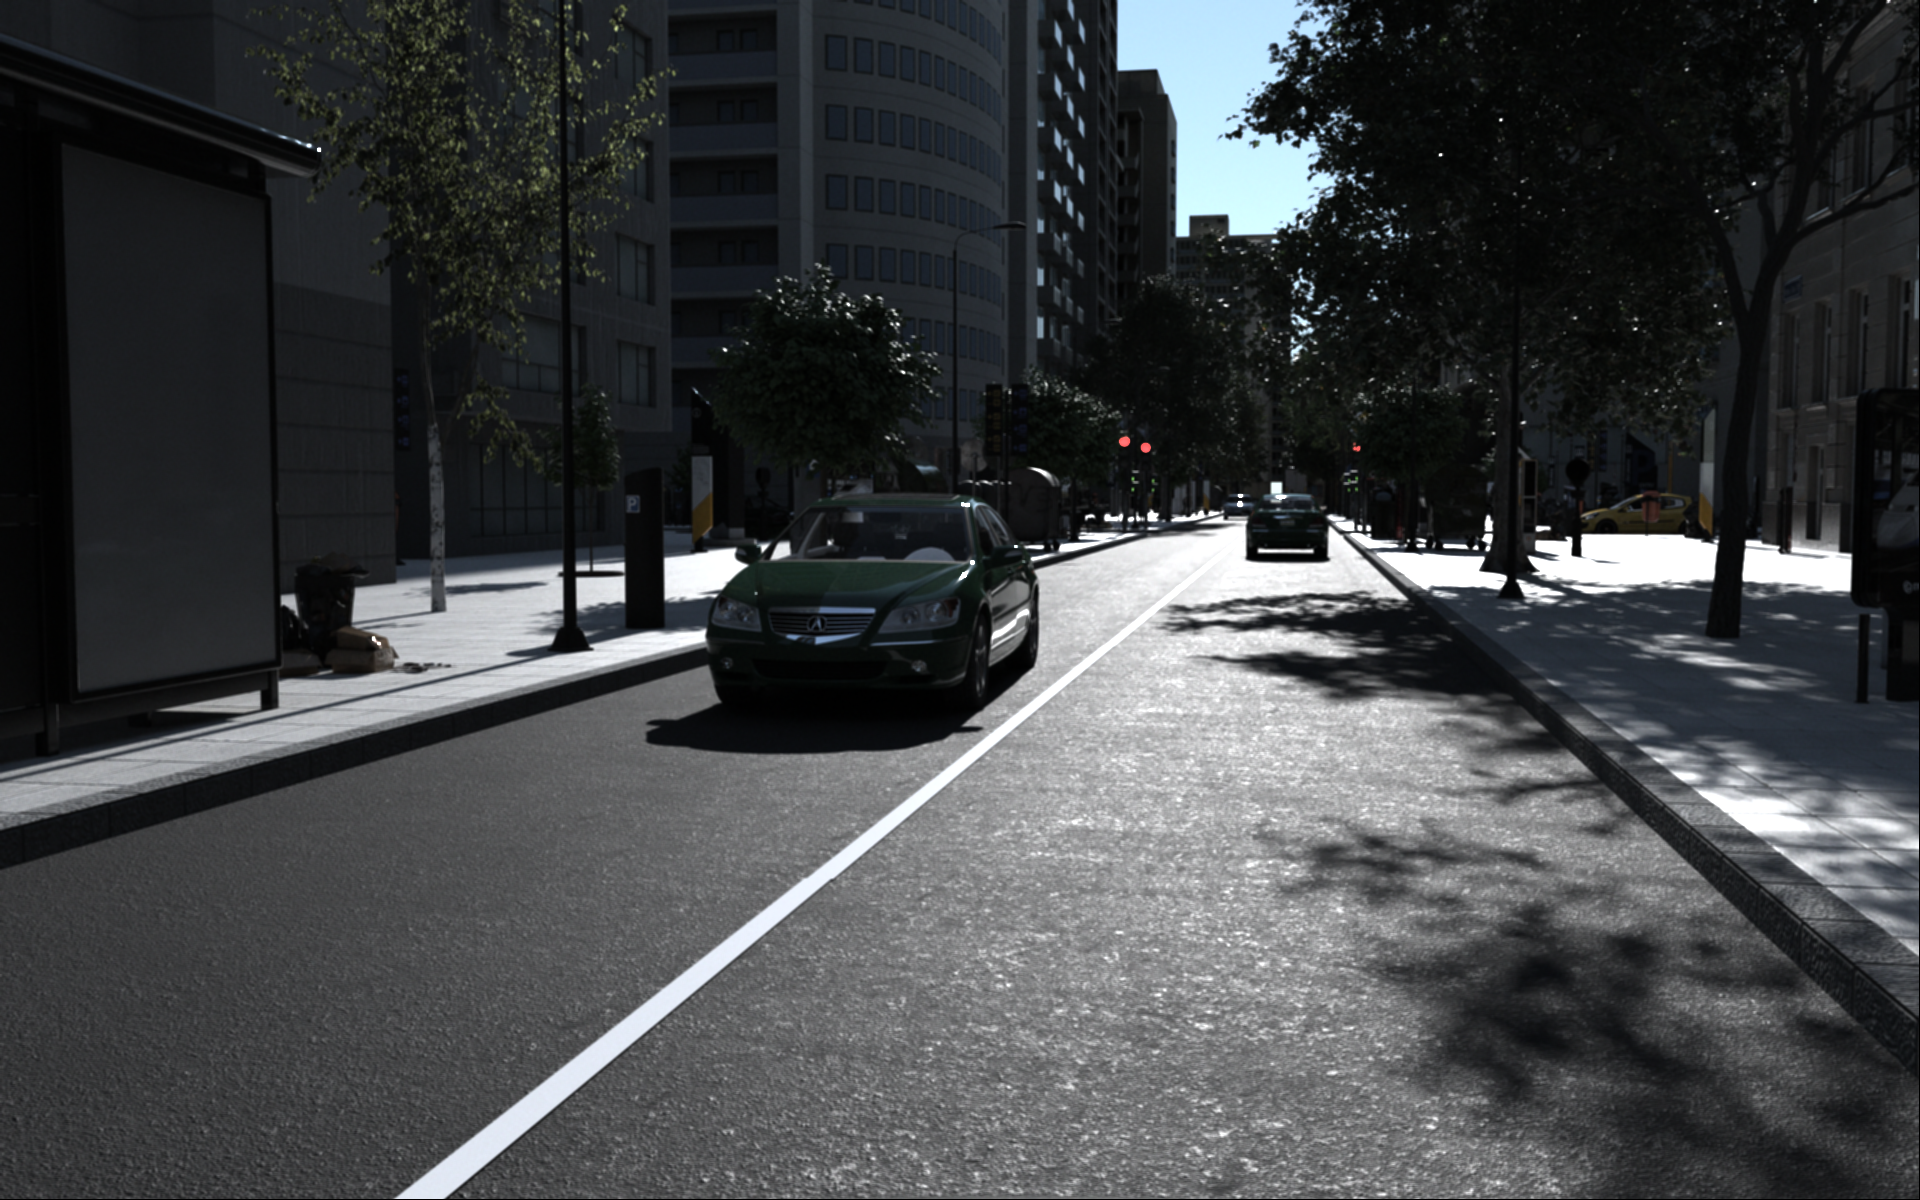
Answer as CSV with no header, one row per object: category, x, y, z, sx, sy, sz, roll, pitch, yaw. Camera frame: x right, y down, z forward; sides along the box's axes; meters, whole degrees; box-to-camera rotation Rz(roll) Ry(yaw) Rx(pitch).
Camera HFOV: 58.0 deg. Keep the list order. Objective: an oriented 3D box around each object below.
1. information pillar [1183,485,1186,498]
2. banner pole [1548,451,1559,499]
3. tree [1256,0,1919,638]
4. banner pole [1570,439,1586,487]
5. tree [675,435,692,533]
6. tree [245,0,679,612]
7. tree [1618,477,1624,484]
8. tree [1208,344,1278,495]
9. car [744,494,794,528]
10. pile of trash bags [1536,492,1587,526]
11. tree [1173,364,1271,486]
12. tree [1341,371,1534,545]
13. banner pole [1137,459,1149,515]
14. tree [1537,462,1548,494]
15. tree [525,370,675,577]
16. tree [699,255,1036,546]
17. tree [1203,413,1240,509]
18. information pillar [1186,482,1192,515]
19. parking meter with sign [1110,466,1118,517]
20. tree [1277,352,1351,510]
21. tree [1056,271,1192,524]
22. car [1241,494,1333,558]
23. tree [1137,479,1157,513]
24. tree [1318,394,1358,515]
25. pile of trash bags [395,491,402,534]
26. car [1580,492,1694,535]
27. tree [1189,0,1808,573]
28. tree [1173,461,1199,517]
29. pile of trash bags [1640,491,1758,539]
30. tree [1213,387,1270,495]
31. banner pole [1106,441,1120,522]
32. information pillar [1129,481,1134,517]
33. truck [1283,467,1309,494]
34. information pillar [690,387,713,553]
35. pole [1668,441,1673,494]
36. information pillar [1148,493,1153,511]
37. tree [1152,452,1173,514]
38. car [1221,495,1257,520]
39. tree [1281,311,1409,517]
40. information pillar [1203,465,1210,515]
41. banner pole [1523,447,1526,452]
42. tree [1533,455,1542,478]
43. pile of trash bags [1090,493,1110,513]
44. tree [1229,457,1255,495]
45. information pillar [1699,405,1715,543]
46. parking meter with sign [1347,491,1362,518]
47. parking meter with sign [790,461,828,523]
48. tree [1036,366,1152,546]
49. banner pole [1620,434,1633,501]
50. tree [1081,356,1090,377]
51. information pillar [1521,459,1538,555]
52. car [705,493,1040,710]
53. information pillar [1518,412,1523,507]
information pillar,14.183,-7.170,108.580,0.504,3.616,0.183,3,4,37
banner pole,34.289,-6.729,100.031,0.401,3.779,0.863,-2,4,-34
tree,6.743,-4.921,14.874,8.767,10.594,7.601,1,4,12
banner pole,27.967,-5.423,78.687,0.863,3.779,0.401,3,5,42
tree,-9.002,-3.817,57.008,1.663,3.219,1.824,0,3,0
tree,-5.459,-4.176,18.638,4.360,8.622,3.978,0,3,0
tree,40.837,-6.712,104.340,1.663,3.219,1.824,0,3,0
tree,33.501,-21.931,214.466,12.611,20.169,13.585,0,3,0
car,-7.484,-3.249,62.908,4.222,1.686,2.009,1,4,10
pile of trash bags,24.036,-3.621,68.948,1.912,1.369,3.447,0,4,-2
tree,23.186,-15.287,156.601,9.857,13.997,8.962,0,3,0
tree,11.403,-3.714,44.430,4.285,4.588,4.351,0,3,0
banner pole,11.447,-7.217,108.018,0.863,3.779,0.401,-2,4,-24
tree,34.725,-6.683,103.868,1.663,3.219,1.824,0,3,0
tree,-5.780,-2.001,27.315,1.663,3.219,1.824,0,3,0
tree,-1.867,-2.458,23.904,4.285,4.588,4.351,0,3,0
tree,20.219,-11.432,137.271,4.737,8.622,4.395,0,3,0
information pillar,13.809,-6.120,104.555,0.304,2.012,0.304,1,4,23
parking meter with sign,8.761,-6.219,97.940,0.543,3.016,1.738,1,4,9
tree,30.389,-14.363,141.485,9.857,13.997,8.962,0,3,0
tree,7.225,-8.467,72.842,7.601,10.594,8.767,3,5,40
car,7.596,-1.742,40.282,2.131,1.459,4.920,1,4,10
tree,12.459,-7.531,117.738,1.663,3.219,1.824,0,3,0
tree,23.880,-9.550,106.497,4.360,8.622,3.978,0,3,0
pile of trash bags,-18.058,-2.619,52.581,3.447,1.369,1.912,2,4,32
car,22.506,-2.878,57.282,3.980,1.641,2.015,1,4,11
tree,8.937,-6.795,28.113,9.611,12.733,9.660,0,3,0
tree,12.072,-7.084,99.536,4.285,4.588,4.351,0,3,0
pile of trash bags,21.651,-2.512,50.830,1.912,1.369,3.447,-3,5,-44
tree,28.685,-16.108,181.496,7.486,12.596,7.792,0,3,0
banner pole,7.032,-5.440,78.958,0.863,3.779,0.401,2,4,24
information pillar,9.585,-5.655,96.951,0.304,2.012,0.304,-1,4,-19
truck,35.767,-11.957,184.417,2.839,4.237,11.283,1,4,11
information pillar,-5.665,-2.850,37.948,0.504,3.616,0.183,1,4,23
pole,27.372,-4.460,66.769,0.158,3.312,0.155,0,3,0
information pillar,14.027,-8.353,127.931,0.504,3.616,0.183,1,4,13
tree,3.512,-4.206,52.475,4.285,4.588,4.351,0,3,0
car,15.846,-5.276,98.266,2.014,1.417,4.499,1,4,9
tree,21.767,-10.533,97.971,9.928,11.665,9.643,0,3,0
information pillar,15.082,-7.005,105.889,0.504,3.616,0.183,-3,5,-42
banner pole,30.069,-6.263,92.424,0.401,3.779,0.863,2,4,25
tree,31.543,-7.059,99.120,4.285,4.588,4.351,0,3,0
pile of trash bags,9.439,-6.764,120.341,1.912,1.369,3.447,0,4,0
tree,32.013,-15.311,200.697,4.360,8.622,3.978,0,3,0
information pillar,19.694,-3.321,45.646,0.504,3.616,0.183,-2,4,-33
parking meter with sign,21.269,-5.867,92.189,1.738,3.016,0.543,-3,5,-42
parking meter with sign,-2.445,-1.976,28.566,0.543,3.016,1.738,-1,4,-20
tree,1.900,-3.658,43.528,4.285,4.588,4.351,0,3,0
banner pole,27.950,-5.060,72.742,0.863,3.779,0.401,-2,4,-27
tree,10.349,-10.446,87.799,9.611,12.733,9.660,0,3,0
information pillar,12.076,-1.975,36.781,0.304,2.012,0.304,1,4,12
car,-0.494,-0.082,13.146,2.131,1.459,4.920,1,4,10
information pillar,13.333,-3.083,41.765,0.504,3.616,0.183,-2,4,-27
